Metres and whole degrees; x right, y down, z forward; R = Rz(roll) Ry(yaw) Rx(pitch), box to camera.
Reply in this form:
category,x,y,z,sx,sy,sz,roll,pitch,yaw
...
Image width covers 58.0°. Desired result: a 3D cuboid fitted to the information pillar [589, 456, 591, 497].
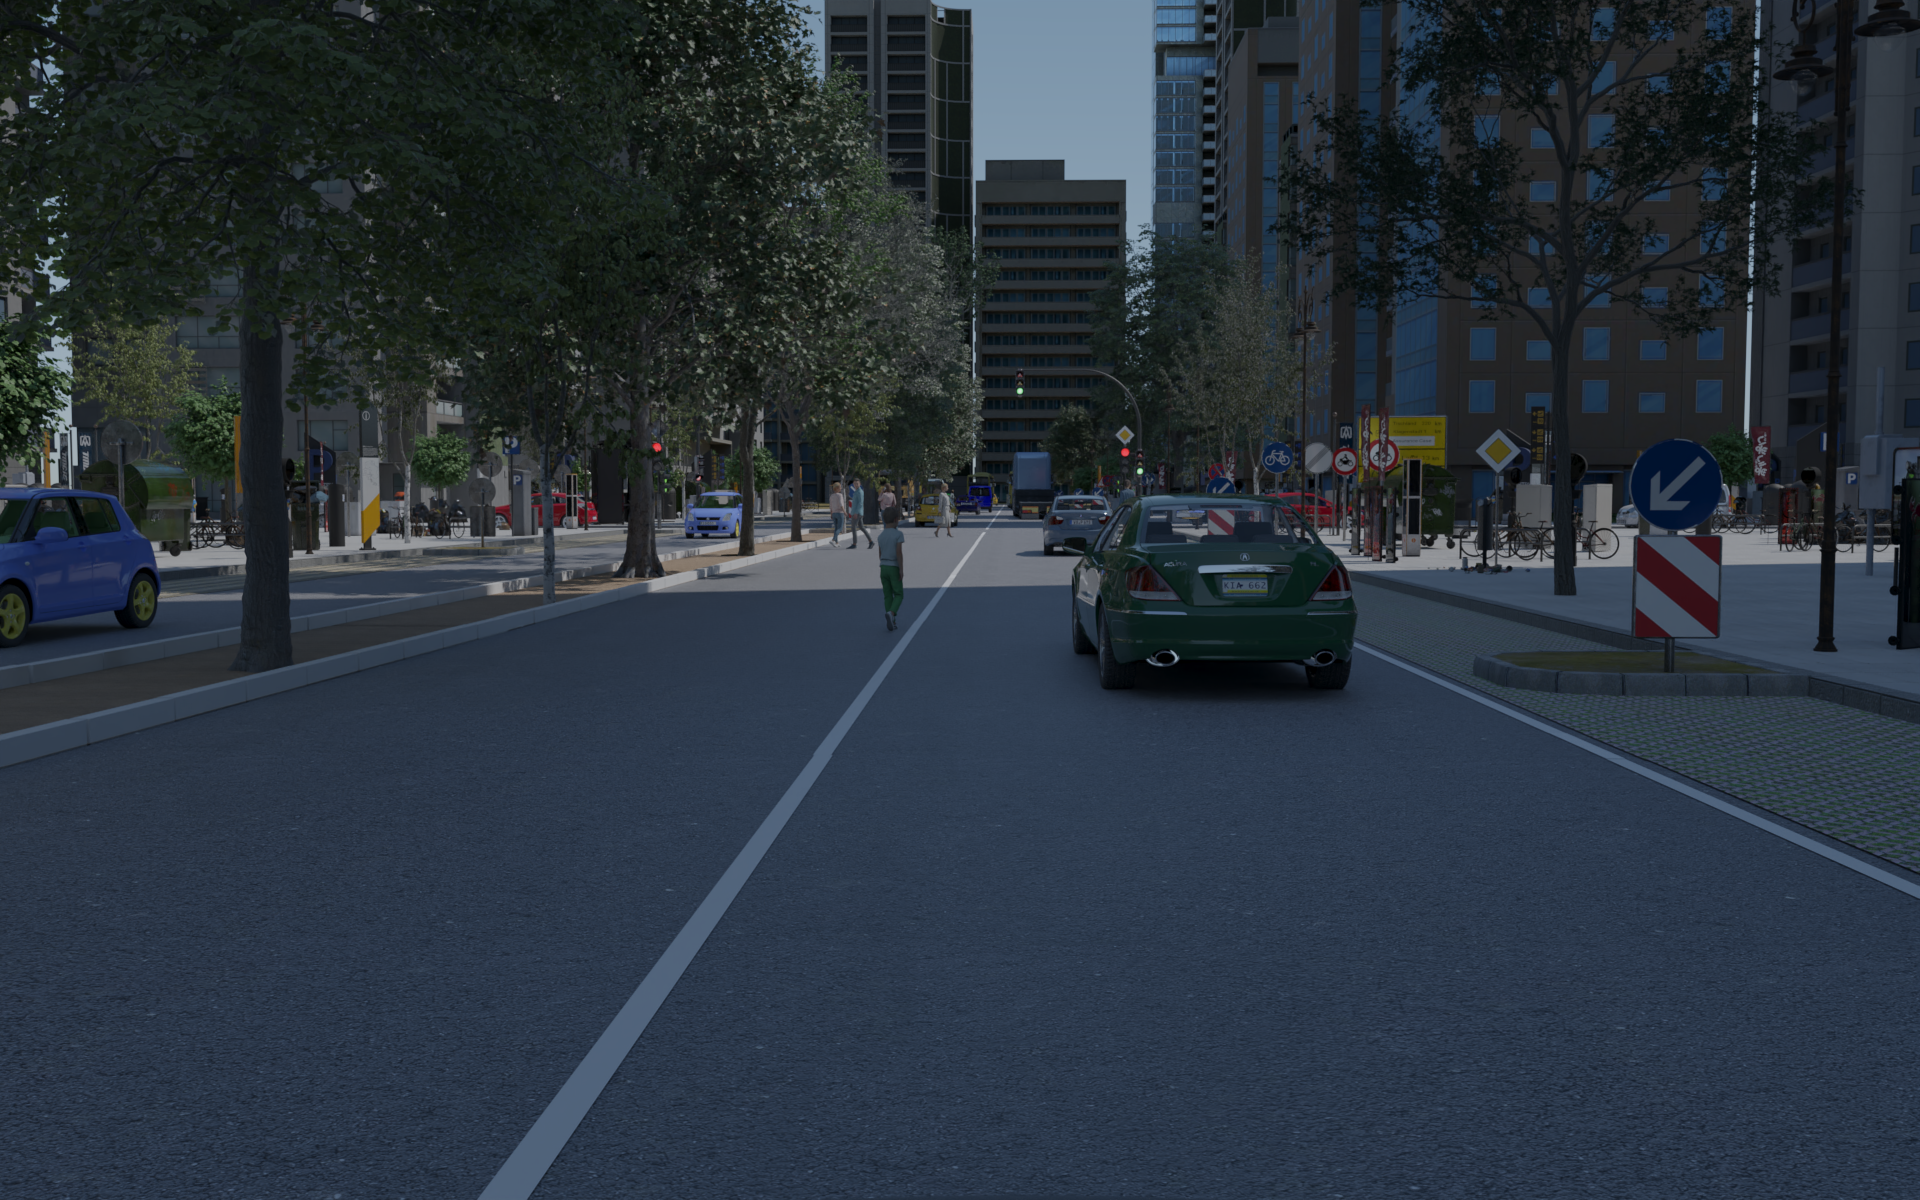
category,x,y,z,sx,sy,sz,roll,pitch,yaw
information pillar,-22.513,-6.979,105.460,0.183,3.616,0.504,0,4,-4

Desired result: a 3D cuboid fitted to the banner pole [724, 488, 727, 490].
category,x,y,z,sx,sy,sz,roll,pitch,yaw
banner pole,-19.420,-9.337,142.680,0.863,3.779,0.401,3,5,43

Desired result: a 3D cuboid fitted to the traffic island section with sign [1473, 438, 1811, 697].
category,x,y,z,sx,sy,sz,roll,pitch,yaw
traffic island section with sign,5.025,-0.276,13.141,1.989,1.847,2.006,0,4,2

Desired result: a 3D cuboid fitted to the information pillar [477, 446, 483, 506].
category,x,y,z,sx,sy,sz,roll,pitch,yaw
information pillar,-15.555,-3.961,56.120,0.183,3.616,0.504,0,4,-5

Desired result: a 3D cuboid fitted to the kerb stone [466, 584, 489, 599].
category,x,y,z,sx,sy,sz,roll,pitch,yaw
kerb stone,-6.711,-0.096,23.774,0.120,0.150,1.000,0,4,2

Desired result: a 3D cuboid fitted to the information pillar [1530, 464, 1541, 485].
category,x,y,z,sx,sy,sz,roll,pitch,yaw
information pillar,23.288,-4.819,70.145,0.504,3.616,0.183,-2,4,-26

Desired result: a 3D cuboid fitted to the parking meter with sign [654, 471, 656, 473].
category,x,y,z,sx,sy,sz,roll,pitch,yaw
parking meter with sign,-26.267,-9.154,145.930,0.543,3.016,1.738,0,4,4

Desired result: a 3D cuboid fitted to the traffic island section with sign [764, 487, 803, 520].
category,x,y,z,sx,sy,sz,roll,pitch,yaw
traffic island section with sign,-9.750,-5.355,96.179,1.989,1.847,2.006,0,4,2

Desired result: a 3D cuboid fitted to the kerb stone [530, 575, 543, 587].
category,x,y,z,sx,sy,sz,roll,pitch,yaw
kerb stone,-6.629,-0.284,26.844,0.120,0.150,1.000,0,4,2

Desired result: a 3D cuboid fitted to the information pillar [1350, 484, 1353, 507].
category,x,y,z,sx,sy,sz,roll,pitch,yaw
information pillar,20.395,-6.011,89.640,0.504,3.616,0.183,-1,4,-17

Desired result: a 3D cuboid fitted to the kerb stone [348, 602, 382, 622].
category,x,y,z,sx,sy,sz,roll,pitch,yaw
kerb stone,-6.835,0.154,19.673,0.120,0.150,1.000,0,4,2

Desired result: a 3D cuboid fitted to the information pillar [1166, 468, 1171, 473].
category,x,y,z,sx,sy,sz,roll,pitch,yaw
information pillar,15.201,-8.305,127.144,0.504,3.616,0.183,-1,4,-14

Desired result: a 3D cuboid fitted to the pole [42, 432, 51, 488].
category,x,y,z,sx,sy,sz,roll,pitch,yaw
pole,-29.934,-3.851,56.803,0.158,3.312,0.155,0,3,0

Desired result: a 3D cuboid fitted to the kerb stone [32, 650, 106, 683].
category,x,y,z,sx,sy,sz,roll,pitch,yaw
kerb stone,-7.018,0.534,13.534,0.120,0.150,1.000,0,4,2

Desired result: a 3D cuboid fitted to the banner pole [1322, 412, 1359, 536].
category,x,y,z,sx,sy,sz,roll,pitch,yaw
banner pole,11.710,-3.866,53.232,0.863,3.779,0.401,-1,4,-13

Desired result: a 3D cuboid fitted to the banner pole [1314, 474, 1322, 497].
category,x,y,z,sx,sy,sz,roll,pitch,yaw
banner pole,20.426,-6.634,98.476,0.863,3.779,0.401,-2,4,-31

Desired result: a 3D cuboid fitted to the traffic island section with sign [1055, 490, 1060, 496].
category,x,y,z,sx,sy,sz,roll,pitch,yaw
traffic island section with sign,10.668,-11.707,200.036,1.989,1.847,2.006,0,4,2

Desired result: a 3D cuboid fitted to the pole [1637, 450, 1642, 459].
category,x,y,z,sx,sy,sz,roll,pitch,yaw
pole,31.660,-5.318,80.798,0.158,3.312,0.155,0,3,0

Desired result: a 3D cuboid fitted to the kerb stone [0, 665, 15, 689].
category,x,y,z,sx,sy,sz,roll,pitch,yaw
kerb stone,-7.058,0.593,12.499,0.120,0.150,1.000,0,4,2

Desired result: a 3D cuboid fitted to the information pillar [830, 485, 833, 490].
category,x,y,z,sx,sy,sz,roll,pitch,yaw
information pillar,-10.548,-8.449,142.627,0.304,2.012,0.304,-2,4,-28

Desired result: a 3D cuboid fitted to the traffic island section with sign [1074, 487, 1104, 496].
category,x,y,z,sx,sy,sz,roll,pitch,yaw
traffic island section with sign,7.546,-5.380,96.594,1.989,1.847,2.006,0,4,2

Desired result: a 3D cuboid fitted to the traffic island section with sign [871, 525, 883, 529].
category,x,y,z,sx,sy,sz,roll,pitch,yaw
traffic island section with sign,-4.221,-3.848,71.054,2.006,1.907,1.989,0,4,2

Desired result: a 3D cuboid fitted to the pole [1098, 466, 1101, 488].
category,x,y,z,sx,sy,sz,roll,pitch,yaw
pole,10.089,-8.047,125.405,0.158,3.312,0.155,0,3,0

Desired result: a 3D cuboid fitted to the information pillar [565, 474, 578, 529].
category,x,y,z,sx,sy,sz,roll,pitch,yaw
information pillar,-14.164,-3.589,63.170,0.304,2.012,0.304,2,4,23

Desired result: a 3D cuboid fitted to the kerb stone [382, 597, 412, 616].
category,x,y,z,sx,sy,sz,roll,pitch,yaw
kerb stone,-6.806,0.092,20.694,0.120,0.150,1.000,0,4,2

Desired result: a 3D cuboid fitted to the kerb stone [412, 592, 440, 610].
category,x,y,z,sx,sy,sz,roll,pitch,yaw
kerb stone,-6.779,0.029,21.723,0.120,0.150,1.000,0,4,2

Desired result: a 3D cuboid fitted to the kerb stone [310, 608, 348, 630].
category,x,y,z,sx,sy,sz,roll,pitch,yaw
kerb stone,-6.864,0.220,18.646,0.120,0.150,1.000,0,4,2

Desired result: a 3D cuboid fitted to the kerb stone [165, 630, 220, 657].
category,x,y,z,sx,sy,sz,roll,pitch,yaw
kerb stone,-6.968,0.405,15.577,0.120,0.150,1.000,0,4,2

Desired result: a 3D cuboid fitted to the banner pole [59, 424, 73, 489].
category,x,y,z,sx,sy,sz,roll,pitch,yaw
banner pole,-32.091,-4.421,62.302,0.863,3.779,0.401,2,4,27

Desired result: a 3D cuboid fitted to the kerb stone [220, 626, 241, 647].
category,x,y,z,sx,sy,sz,roll,pitch,yaw
kerb stone,-6.931,0.342,16.599,0.120,0.150,1.000,0,4,2

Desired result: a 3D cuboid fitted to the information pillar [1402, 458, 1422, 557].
category,x,y,z,sx,sy,sz,roll,pitch,yaw
information pillar,9.250,-1.894,35.455,0.304,2.012,0.304,0,4,-4

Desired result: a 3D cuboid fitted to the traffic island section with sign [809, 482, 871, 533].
category,x,y,z,sx,sy,sz,roll,pitch,yaw
traffic island section with sign,-4.454,-3.395,63.650,2.006,1.907,1.989,0,4,2

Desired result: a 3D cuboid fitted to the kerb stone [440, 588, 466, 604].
category,x,y,z,sx,sy,sz,roll,pitch,yaw
kerb stone,-6.743,-0.034,22.746,0.120,0.150,1.000,0,4,2

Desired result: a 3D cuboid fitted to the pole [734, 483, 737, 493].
category,x,y,z,sx,sy,sz,roll,pitch,yaw
pole,-14.936,-7.433,115.378,0.158,3.312,0.155,0,3,0

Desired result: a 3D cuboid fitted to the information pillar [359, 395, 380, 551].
category,x,y,z,sx,sy,sz,roll,pitch,yaw
information pillar,-13.479,-2.944,39.494,0.183,3.616,0.504,2,4,30

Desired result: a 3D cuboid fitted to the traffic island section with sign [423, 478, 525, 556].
category,x,y,z,sx,sy,sz,roll,pitch,yaw
traffic island section with sign,-11.413,-1.977,40.946,1.989,1.847,2.006,0,4,2

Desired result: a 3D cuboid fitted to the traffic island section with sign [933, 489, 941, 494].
category,x,y,z,sx,sy,sz,roll,pitch,yaw
traffic island section with sign,-1.961,-8.442,146.158,2.006,1.907,1.989,0,4,2

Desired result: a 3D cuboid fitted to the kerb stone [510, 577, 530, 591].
category,x,y,z,sx,sy,sz,roll,pitch,yaw
kerb stone,-6.654,-0.222,25.822,0.120,0.150,1.000,0,4,2

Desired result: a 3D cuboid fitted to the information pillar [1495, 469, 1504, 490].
category,x,y,z,sx,sy,sz,roll,pitch,yaw
information pillar,24.853,-5.403,79.694,0.183,3.616,0.504,-3,5,-42

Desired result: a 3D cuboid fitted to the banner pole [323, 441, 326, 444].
category,x,y,z,sx,sy,sz,roll,pitch,yaw
banner pole,-30.184,-5.644,82.300,0.401,3.779,0.863,-1,4,-12

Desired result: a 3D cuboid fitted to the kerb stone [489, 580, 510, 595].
category,x,y,z,sx,sy,sz,roll,pitch,yaw
kerb stone,-6.685,-0.159,24.801,0.120,0.150,1.000,0,4,2

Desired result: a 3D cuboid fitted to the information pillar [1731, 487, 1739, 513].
category,x,y,z,sx,sy,sz,roll,pitch,yaw
information pillar,50.545,-6.633,112.942,0.304,2.012,0.304,-1,4,-11

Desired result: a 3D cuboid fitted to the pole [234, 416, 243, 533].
category,x,y,z,sx,sy,sz,roll,pitch,yaw
pole,-18.893,-3.152,45.381,0.158,3.312,0.155,0,3,0

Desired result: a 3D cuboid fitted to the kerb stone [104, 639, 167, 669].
category,x,y,z,sx,sy,sz,roll,pitch,yaw
kerb stone,-6.993,0.469,14.556,0.120,0.150,1.000,0,4,2

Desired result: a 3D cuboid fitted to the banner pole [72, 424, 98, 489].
category,x,y,z,sx,sy,sz,roll,pitch,yaw
banner pole,-31.181,-4.410,62.126,0.401,3.779,0.863,2,4,35

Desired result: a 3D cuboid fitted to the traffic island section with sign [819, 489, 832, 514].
category,x,y,z,sx,sy,sz,roll,pitch,yaw
traffic island section with sign,-8.920,-7.009,123.223,1.989,1.847,2.006,0,4,2

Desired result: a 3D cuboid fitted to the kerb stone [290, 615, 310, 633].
category,x,y,z,sx,sy,sz,roll,pitch,yaw
kerb stone,-6.905,0.282,17.625,0.120,0.150,1.000,0,4,2

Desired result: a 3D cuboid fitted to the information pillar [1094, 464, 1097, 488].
category,x,y,z,sx,sy,sz,roll,pitch,yaw
information pillar,10.761,-8.905,136.953,0.183,3.616,0.504,2,4,29

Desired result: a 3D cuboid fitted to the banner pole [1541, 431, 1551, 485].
category,x,y,z,sx,sy,sz,roll,pitch,yaw
banner pole,20.354,-4.294,60.223,0.401,3.779,0.863,3,5,44

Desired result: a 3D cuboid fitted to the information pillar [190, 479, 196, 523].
category,x,y,z,sx,sy,sz,roll,pitch,yaw
information pillar,-33.811,-4.381,76.122,0.304,2.012,0.304,0,4,-7

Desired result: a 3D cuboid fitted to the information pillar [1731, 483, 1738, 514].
category,x,y,z,sx,sy,sz,roll,pitch,yaw
information pillar,49.650,-7.322,111.076,0.504,3.616,0.183,0,4,-4

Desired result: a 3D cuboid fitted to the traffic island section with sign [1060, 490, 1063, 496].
category,x,y,z,sx,sy,sz,roll,pitch,yaw
traffic island section with sign,8.374,-7.063,124.100,1.989,1.847,2.006,0,4,2

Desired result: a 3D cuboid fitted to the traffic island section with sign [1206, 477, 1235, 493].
category,x,y,z,sx,sy,sz,roll,pitch,yaw
traffic island section with sign,5.838,-1.924,40.084,1.989,1.847,2.006,0,4,2
